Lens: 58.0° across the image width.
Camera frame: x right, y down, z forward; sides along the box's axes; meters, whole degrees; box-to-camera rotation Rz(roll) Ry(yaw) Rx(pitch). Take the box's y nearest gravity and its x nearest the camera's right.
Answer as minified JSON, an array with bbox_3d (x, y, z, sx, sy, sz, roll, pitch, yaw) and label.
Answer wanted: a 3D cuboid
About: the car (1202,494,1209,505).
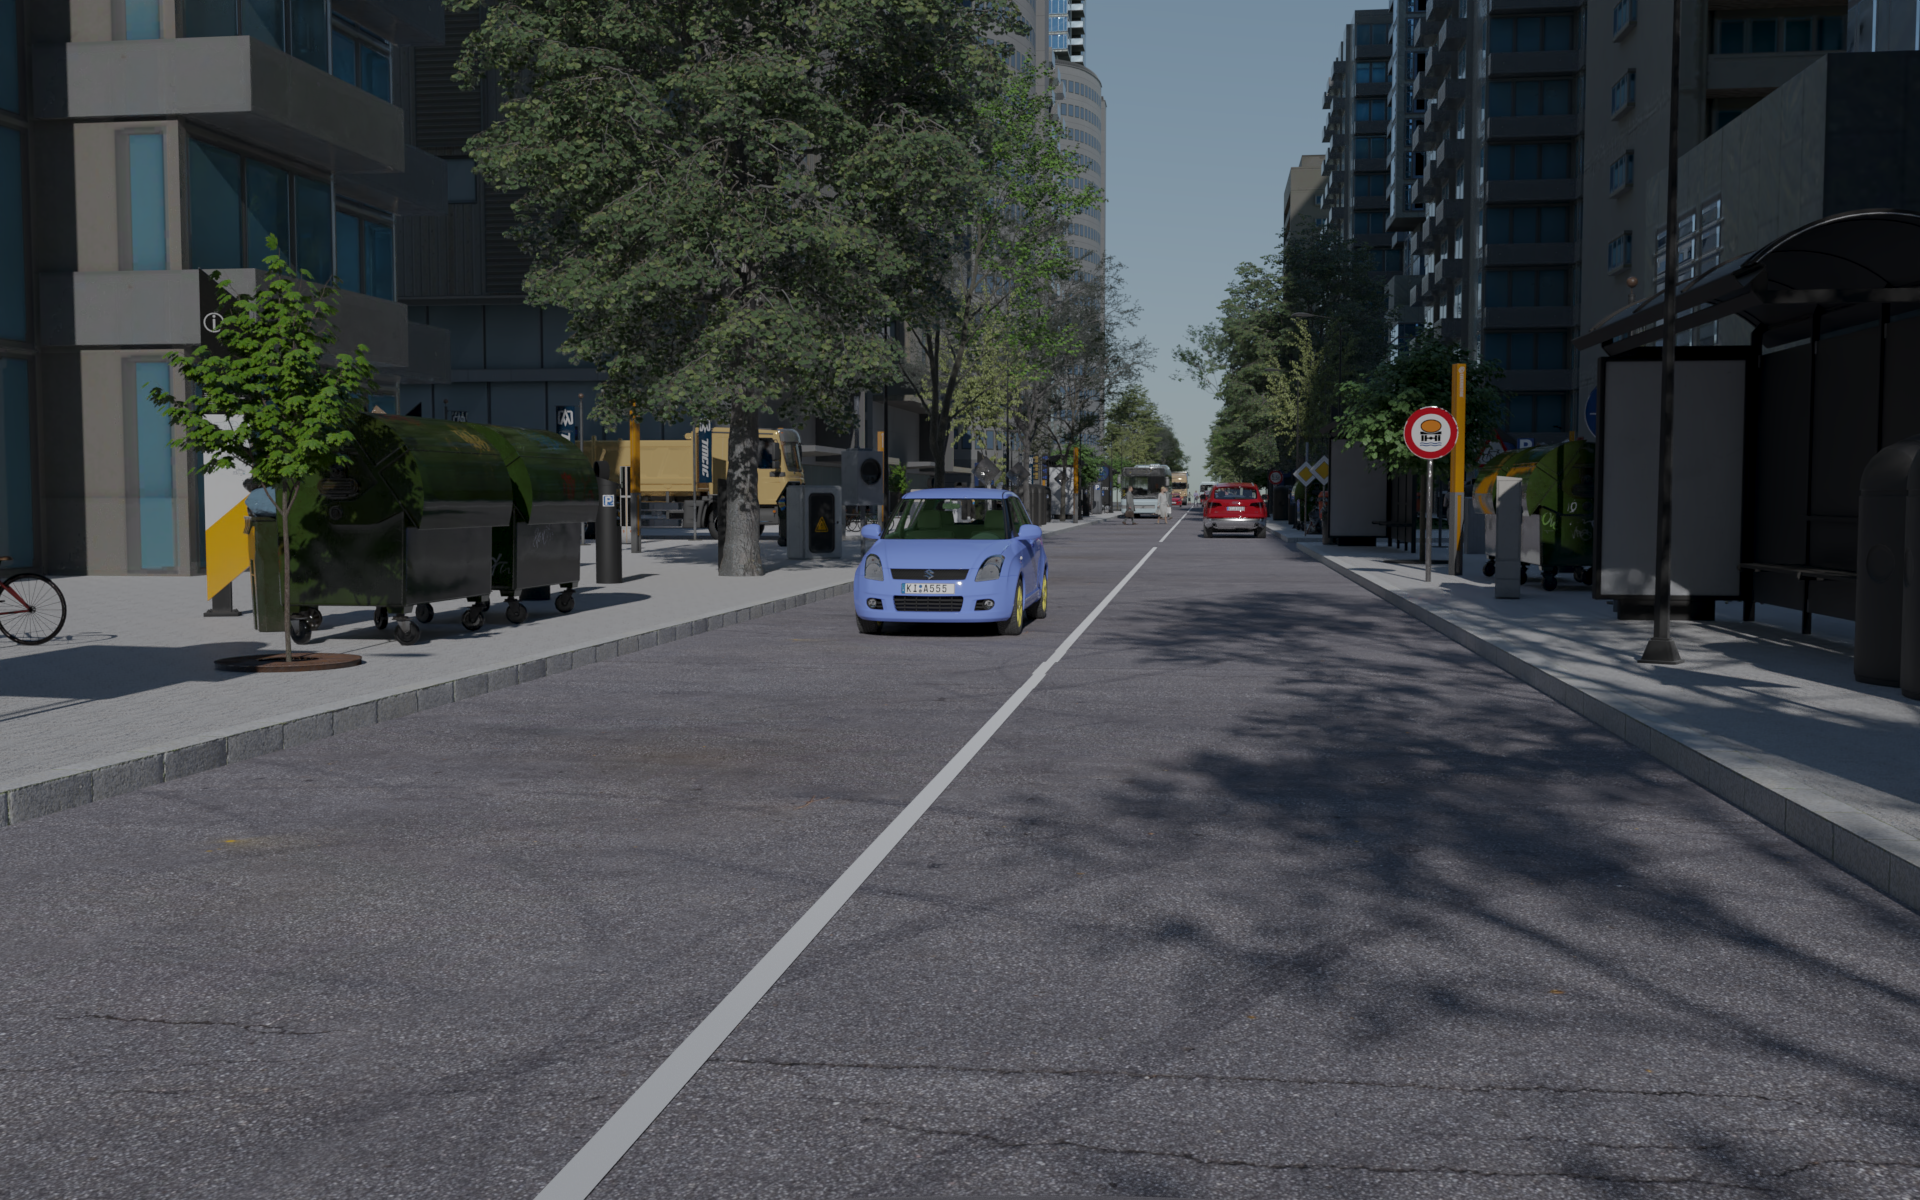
[{"bbox_3d":[27.142,-10.907,187.363,2.155,1.783,4.494,0,4,7],"label":"car"}]

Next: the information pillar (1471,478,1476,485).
[{"bbox_3d":[23.462,-4.561,79.057,0.304,2.012,0.304,1,4,14],"label":"information pillar"}]

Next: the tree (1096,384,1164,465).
[{"bbox_3d":[17.615,-15.916,178.358,7.486,12.596,7.792,0,3,0],"label":"tree"}]

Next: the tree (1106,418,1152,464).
[{"bbox_3d":[16.431,-13.290,167.649,4.737,8.622,4.395,0,3,0],"label":"tree"}]

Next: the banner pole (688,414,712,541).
[{"bbox_3d":[-7.101,-3.514,47.479,0.863,3.779,0.401,2,4,32],"label":"banner pole"}]

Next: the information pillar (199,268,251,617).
[{"bbox_3d":[-7.658,-1.635,18.084,0.504,3.616,0.183,-1,4,-10],"label":"information pillar"}]

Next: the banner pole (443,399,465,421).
[{"bbox_3d":[-13.345,-3.409,45.762,0.401,3.779,0.863,3,5,44],"label":"banner pole"}]

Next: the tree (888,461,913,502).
[{"bbox_3d":[-3.152,-5.936,91.649,1.663,3.219,1.824,0,3,0],"label":"tree"}]

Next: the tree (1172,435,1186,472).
[{"bbox_3d":[29.075,-19.393,251.490,8.767,10.594,7.601,2,4,33],"label":"tree"}]

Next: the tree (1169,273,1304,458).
[{"bbox_3d":[24.150,-18.020,150.511,12.611,20.169,13.585,0,3,0],"label":"tree"}]

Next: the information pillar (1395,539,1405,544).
[{"bbox_3d":[11.493,-2.477,44.991,0.304,2.012,0.304,0,4,6],"label":"information pillar"}]

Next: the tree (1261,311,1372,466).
[{"bbox_3d":[14.188,-7.259,69.054,4.737,8.622,4.395,0,3,0],"label":"tree"}]

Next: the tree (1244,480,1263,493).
[{"bbox_3d":[23.143,-8.635,135.782,1.663,3.219,1.824,0,3,0],"label":"tree"}]

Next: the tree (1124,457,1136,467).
[{"bbox_3d":[12.467,-9.328,136.223,4.285,4.588,4.351,0,3,0],"label":"tree"}]

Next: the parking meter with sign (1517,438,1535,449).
[{"bbox_3d":[18.198,-3.578,54.753,0.543,3.016,1.738,3,5,40],"label":"parking meter with sign"}]

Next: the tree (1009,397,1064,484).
[{"bbox_3d":[5.281,-10.548,122.819,4.360,8.622,3.978,0,3,0],"label":"tree"}]

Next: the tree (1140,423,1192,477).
[{"bbox_3d":[33.349,-22.456,284.170,9.611,12.733,9.660,0,3,0],"label":"tree"}]

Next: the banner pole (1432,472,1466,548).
[{"bbox_3d":[11.777,-3.154,41.586,0.863,3.779,0.401,0,4,-6],"label":"banner pole"}]

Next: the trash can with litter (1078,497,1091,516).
[{"bbox_3d":[7.108,-5.511,101.496,1.055,1.170,0.624,-1,4,-21],"label":"trash can with litter"}]

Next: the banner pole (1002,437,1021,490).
[{"bbox_3d":[2.107,-5.225,75.438,0.401,3.779,0.863,3,4,38],"label":"banner pole"}]

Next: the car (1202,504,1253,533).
[{"bbox_3d":[10.206,-3.292,65.822,2.014,1.417,4.499,0,4,6],"label":"car"}]

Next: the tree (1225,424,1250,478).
[{"bbox_3d":[27.602,-13.268,167.289,4.360,8.622,3.978,0,3,0],"label":"tree"}]

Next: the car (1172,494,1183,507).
[{"bbox_3d":[23.561,-11.130,191.020,2.155,1.783,4.494,0,4,7],"label":"car"}]

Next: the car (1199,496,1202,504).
[{"bbox_3d":[34.337,-14.202,241.238,2.155,1.783,4.494,0,4,6],"label":"car"}]

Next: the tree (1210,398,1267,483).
[{"bbox_3d":[29.104,-15.373,177.101,9.928,11.665,9.643,0,3,0],"label":"tree"}]

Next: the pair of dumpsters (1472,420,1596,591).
[{"bbox_3d":[8.443,-1.357,24.678,1.574,2.255,4.437,0,4,8],"label":"pair of dumpsters"}]

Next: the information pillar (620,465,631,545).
[{"bbox_3d":[-8.458,-2.427,44.167,0.304,2.012,0.304,-3,5,-42],"label":"information pillar"}]

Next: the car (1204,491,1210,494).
[{"bbox_3d":[28.571,-11.530,197.181,2.281,1.827,5.304,1,4,8],"label":"car"}]

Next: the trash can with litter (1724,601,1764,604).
[{"bbox_3d":[9.843,-0.559,20.201,1.678,1.210,2.233,-3,5,-42],"label":"trash can with litter"}]

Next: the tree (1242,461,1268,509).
[{"bbox_3d":[21.422,-8.374,120.622,4.285,4.588,4.351,0,3,0],"label":"tree"}]

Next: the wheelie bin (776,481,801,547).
[{"bbox_3d":[-4.055,-2.112,42.438,0.693,1.594,0.980,1,4,22],"label":"wheelie bin"}]

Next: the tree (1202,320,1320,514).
[{"bbox_3d":[20.311,-11.810,111.221,7.486,12.596,7.792,0,3,0],"label":"tree"}]

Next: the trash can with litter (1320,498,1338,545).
[{"bbox_3d":[9.569,-1.960,43.427,1.055,1.170,0.624,0,4,7],"label":"trash can with litter"}]

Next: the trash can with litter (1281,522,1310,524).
[{"bbox_3d":[15.057,-3.894,74.717,1.678,1.210,2.233,-3,4,-36],"label":"trash can with litter"}]

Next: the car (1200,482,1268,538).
[{"bbox_3d":[9.132,-2.999,57.709,2.281,1.827,5.304,0,4,8],"label":"car"}]

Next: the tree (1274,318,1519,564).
[{"bbox_3d":[8.723,-2.967,32.221,4.285,4.588,4.351,0,3,0],"label":"tree"}]

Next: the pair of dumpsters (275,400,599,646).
[{"bbox_3d":[-4.933,-0.865,16.633,1.574,2.255,4.437,0,4,8],"label":"pair of dumpsters"}]

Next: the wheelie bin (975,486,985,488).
[{"bbox_3d":[0.924,-3.647,67.530,0.980,1.594,0.693,1,4,8],"label":"wheelie bin"}]

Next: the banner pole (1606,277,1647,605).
[{"bbox_3d":[7.710,-1.823,19.818,0.401,3.779,0.863,0,4,6],"label":"banner pole"}]

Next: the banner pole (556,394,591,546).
[{"bbox_3d":[-9.660,-3.253,43.197,0.863,3.779,0.401,0,4,-3],"label":"banner pole"}]

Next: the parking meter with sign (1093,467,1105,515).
[{"bbox_3d":[8.678,-6.899,109.058,0.543,3.016,1.738,1,4,15],"label":"parking meter with sign"}]

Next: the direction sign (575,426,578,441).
[{"bbox_3d":[-12.996,-4.010,57.557,0.379,3.537,0.876,2,4,31],"label":"direction sign"}]

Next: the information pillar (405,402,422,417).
[{"bbox_3d":[-13.846,-3.214,43.895,0.504,3.616,0.183,-2,4,-35],"label":"information pillar"}]

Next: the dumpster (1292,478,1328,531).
[{"bbox_3d":[12.356,-3.535,60.295,1.502,2.255,1.985,1,4,8],"label":"dumpster"}]

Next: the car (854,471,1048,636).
[{"bbox_3d":[-0.034,-0.560,18.754,1.945,1.707,3.694,1,4,9],"label":"car"}]

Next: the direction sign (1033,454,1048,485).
[{"bbox_3d":[4.559,-6.513,98.489,0.876,3.537,0.379,0,4,7],"label":"direction sign"}]

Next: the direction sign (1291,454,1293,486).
[{"bbox_3d":[17.524,-6.084,91.464,0.379,3.537,0.876,1,4,13],"label":"direction sign"}]

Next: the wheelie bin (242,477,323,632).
[{"bbox_3d":[-6.371,-0.513,16.293,0.693,1.594,0.980,-2,4,-29],"label":"wheelie bin"}]

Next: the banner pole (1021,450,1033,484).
[{"bbox_3d":[3.809,-6.586,97.699,0.863,3.779,0.401,-2,4,-30],"label":"banner pole"}]

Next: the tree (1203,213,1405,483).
[{"bbox_3d":[16.031,-10.637,80.563,9.857,13.997,8.962,0,3,0],"label":"tree"}]
